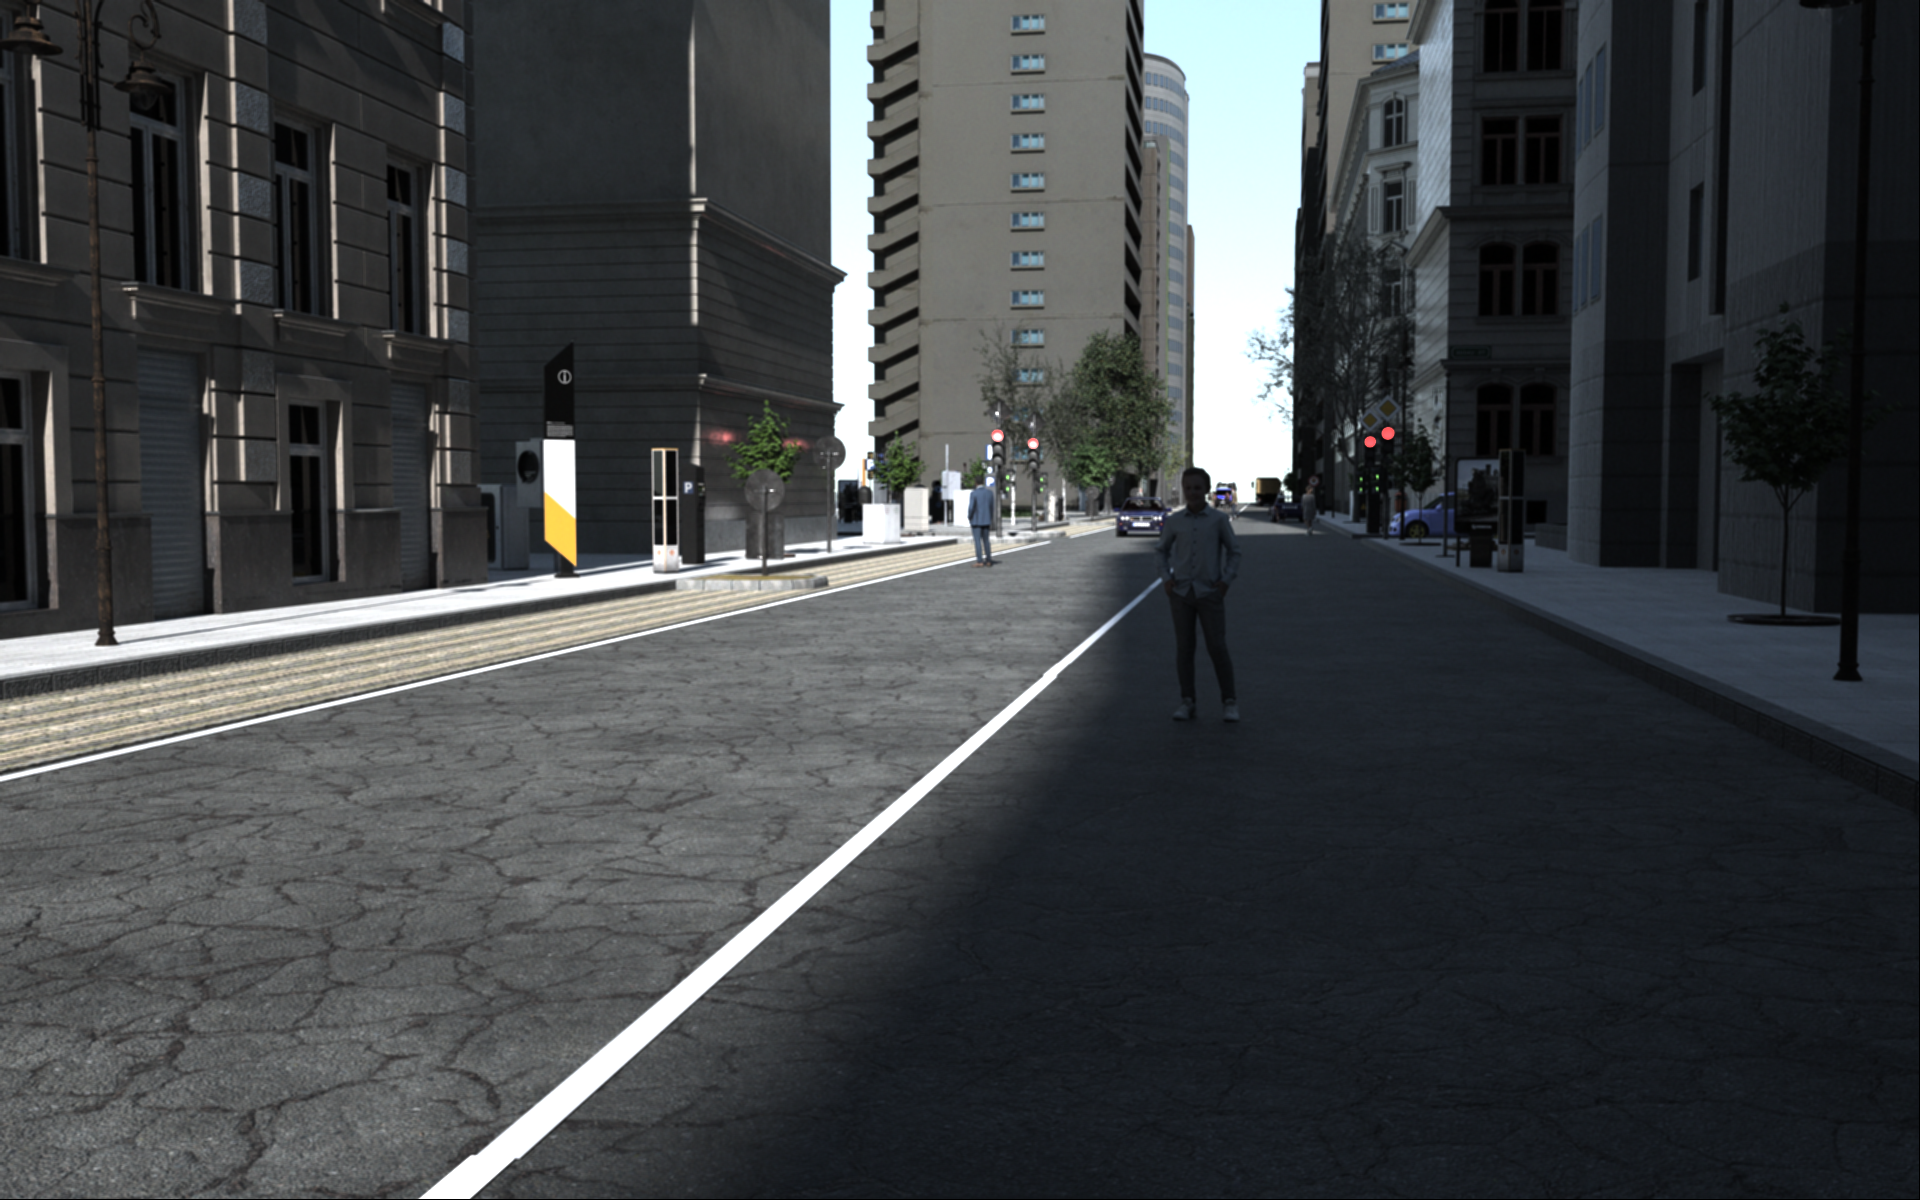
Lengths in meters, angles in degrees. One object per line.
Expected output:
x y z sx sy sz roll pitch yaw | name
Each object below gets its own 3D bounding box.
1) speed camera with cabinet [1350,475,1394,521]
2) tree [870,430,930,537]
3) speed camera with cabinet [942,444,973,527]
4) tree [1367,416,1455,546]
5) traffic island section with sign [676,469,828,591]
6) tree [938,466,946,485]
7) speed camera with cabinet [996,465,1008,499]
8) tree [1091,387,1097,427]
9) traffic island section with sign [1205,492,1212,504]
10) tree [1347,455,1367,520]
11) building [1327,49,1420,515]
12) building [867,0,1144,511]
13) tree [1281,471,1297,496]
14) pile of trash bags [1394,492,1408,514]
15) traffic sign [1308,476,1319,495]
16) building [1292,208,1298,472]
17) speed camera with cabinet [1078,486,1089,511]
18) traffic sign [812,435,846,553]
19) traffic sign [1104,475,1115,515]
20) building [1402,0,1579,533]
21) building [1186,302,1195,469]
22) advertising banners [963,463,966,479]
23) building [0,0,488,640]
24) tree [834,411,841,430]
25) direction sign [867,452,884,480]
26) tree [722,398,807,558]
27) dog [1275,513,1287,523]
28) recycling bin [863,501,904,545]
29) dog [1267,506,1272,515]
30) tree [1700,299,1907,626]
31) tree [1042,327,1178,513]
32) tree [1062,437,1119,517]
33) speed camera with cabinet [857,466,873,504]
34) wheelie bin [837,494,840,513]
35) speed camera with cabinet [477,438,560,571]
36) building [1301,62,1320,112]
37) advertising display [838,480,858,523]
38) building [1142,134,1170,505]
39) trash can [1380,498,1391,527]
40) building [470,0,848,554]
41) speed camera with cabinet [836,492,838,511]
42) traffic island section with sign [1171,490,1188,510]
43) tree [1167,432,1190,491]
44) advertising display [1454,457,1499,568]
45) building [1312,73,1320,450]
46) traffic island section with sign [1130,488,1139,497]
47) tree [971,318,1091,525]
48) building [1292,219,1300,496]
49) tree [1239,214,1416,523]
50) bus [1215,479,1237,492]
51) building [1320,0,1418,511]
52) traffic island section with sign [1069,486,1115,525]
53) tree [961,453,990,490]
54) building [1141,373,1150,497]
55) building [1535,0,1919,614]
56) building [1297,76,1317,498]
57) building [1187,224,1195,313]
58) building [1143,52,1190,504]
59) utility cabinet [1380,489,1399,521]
19.904 -5.462 83.639 2.038 3.252 0.660 -1 4 -12 | speed camera with cabinet
-1.973 -3.527 52.261 1.663 3.219 1.824 0 3 0 | tree
-0.031 -4.525 68.316 0.660 3.252 2.038 -2 4 -27 | speed camera with cabinet
11.427 -2.988 43.460 1.663 3.219 1.824 0 3 0 | tree
-3.099 -1.093 26.498 1.989 1.847 2.006 1 4 10 | traffic island section with sign
-1.077 -7.715 120.737 1.663 3.219 1.824 0 3 0 | tree
1.204 -5.151 78.547 2.038 3.252 0.660 -2 4 -32 | speed camera with cabinet
5.298 -8.576 90.574 4.360 8.622 3.978 0 3 0 | tree
38.284 -15.690 265.152 1.989 1.847 2.006 1 4 10 | traffic island section with sign
19.975 -5.577 85.787 1.663 3.219 1.824 0 3 0 | tree
32.091 -20.206 106.781 17.030 29.872 44.131 1 4 10 | building
3.954 -31.901 145.288 21.300 48.544 21.600 1 4 10 | building
42.162 -14.392 219.024 4.285 4.588 4.351 0 3 0 | tree
21.027 -4.163 77.817 1.912 1.369 3.447 -3 5 -45 | pile of trash bags
24.271 -7.262 118.842 0.768 2.556 0.104 1 4 19 | traffic sign
63.917 -39.818 274.725 21.300 48.544 21.600 1 4 10 | building
9.447 -8.461 132.668 0.660 3.252 2.038 0 4 -3 | speed camera with cabinet
-2.848 -2.294 37.619 0.768 2.556 0.104 1 4 14 | traffic sign
9.223 -6.554 107.261 0.768 2.556 0.104 1 4 16 | traffic sign
28.208 -16.771 61.589 23.554 28.519 14.401 1 4 10 | building
28.641 -30.243 266.172 14.160 30.474 14.107 1 4 10 | building
0.470 -6.249 98.362 0.090 3.025 2.074 1 4 16 | advertising banners
-14.377 -13.195 12.998 12.463 27.353 25.104 1 4 10 | building
-9.129 -9.093 99.028 4.360 8.622 3.978 0 3 0 | tree
-4.506 -6.137 92.339 0.876 3.537 0.379 0 4 -8 | direction sign
-4.008 -2.483 35.204 1.663 3.219 1.824 0 3 0 | tree
15.700 -3.999 84.679 0.406 0.507 0.540 2 4 31 | dog
-2.005 -1.944 44.346 0.722 1.027 0.722 3 5 40 | recycling bin
20.942 -6.156 117.491 0.800 0.831 0.513 0 4 -8 | dog
8.197 -1.392 17.354 1.663 3.219 1.824 0 3 0 | tree
10.231 -12.331 118.614 9.611 12.733 9.660 0 3 0 | tree
7.400 -7.044 98.881 4.285 4.588 4.351 0 3 0 | tree
-6.641 -7.817 122.140 0.660 3.252 2.038 -3 5 -44 | speed camera with cabinet
-7.283 -6.133 108.188 0.693 1.594 0.980 3 4 37 | wheelie bin
-7.435 -2.122 29.036 2.038 3.252 0.660 3 5 40 | speed camera with cabinet
57.037 -42.453 236.112 21.231 58.520 28.212 1 4 10 | building
-5.013 -4.422 77.507 0.974 1.923 0.123 -2 4 -30 | advertising display
15.828 -31.152 192.937 14.154 41.232 14.086 1 4 10 | building
16.665 -3.471 68.407 0.748 1.137 0.748 0 3 0 | trash can
-20.998 -13.851 45.545 34.723 24.649 14.460 1 4 10 | building
-8.517 -8.511 133.486 2.038 3.252 0.660 1 4 11 | speed camera with cabinet
19.579 -9.088 157.219 1.989 1.847 2.006 1 4 10 | traffic island section with sign
24.892 -15.470 203.293 4.737 8.622 4.395 0 3 0 | tree
9.106 -1.529 30.216 0.974 1.923 0.123 3 5 40 | advertising display
45.249 -31.231 165.253 22.147 44.769 28.867 1 4 10 | building
10.897 -6.027 107.176 1.989 1.847 2.006 1 4 10 | traffic island section with sign
2.389 -7.443 72.059 4.360 8.622 3.978 0 3 0 | tree
56.878 -35.137 258.090 14.154 41.232 14.086 1 4 10 | building
17.541 -10.188 76.939 12.009 13.543 11.850 0 3 0 | tree
36.432 -14.794 236.739 2.948 3.499 13.247 1 4 9 | bus
40.237 -31.605 140.443 21.300 48.544 21.600 1 4 10 | building
6.113 -4.340 79.589 1.989 1.847 2.006 1 4 10 | traffic island section with sign
0.756 -5.327 81.699 1.663 3.219 1.824 0 3 0 | tree
8.020 -52.440 170.068 22.319 86.520 31.000 1 4 10 | building
21.930 -29.778 28.872 21.231 58.520 28.212 1 4 10 | building
48.641 -34.732 191.565 21.300 48.544 21.600 1 4 10 | building
30.573 -38.508 279.723 14.600 45.320 14.200 1 4 10 | building
19.183 -42.147 231.100 21.231 58.520 28.212 1 4 10 | building
20.308 -4.509 82.404 0.318 1.500 1.173 -3 4 -37 | utility cabinet
